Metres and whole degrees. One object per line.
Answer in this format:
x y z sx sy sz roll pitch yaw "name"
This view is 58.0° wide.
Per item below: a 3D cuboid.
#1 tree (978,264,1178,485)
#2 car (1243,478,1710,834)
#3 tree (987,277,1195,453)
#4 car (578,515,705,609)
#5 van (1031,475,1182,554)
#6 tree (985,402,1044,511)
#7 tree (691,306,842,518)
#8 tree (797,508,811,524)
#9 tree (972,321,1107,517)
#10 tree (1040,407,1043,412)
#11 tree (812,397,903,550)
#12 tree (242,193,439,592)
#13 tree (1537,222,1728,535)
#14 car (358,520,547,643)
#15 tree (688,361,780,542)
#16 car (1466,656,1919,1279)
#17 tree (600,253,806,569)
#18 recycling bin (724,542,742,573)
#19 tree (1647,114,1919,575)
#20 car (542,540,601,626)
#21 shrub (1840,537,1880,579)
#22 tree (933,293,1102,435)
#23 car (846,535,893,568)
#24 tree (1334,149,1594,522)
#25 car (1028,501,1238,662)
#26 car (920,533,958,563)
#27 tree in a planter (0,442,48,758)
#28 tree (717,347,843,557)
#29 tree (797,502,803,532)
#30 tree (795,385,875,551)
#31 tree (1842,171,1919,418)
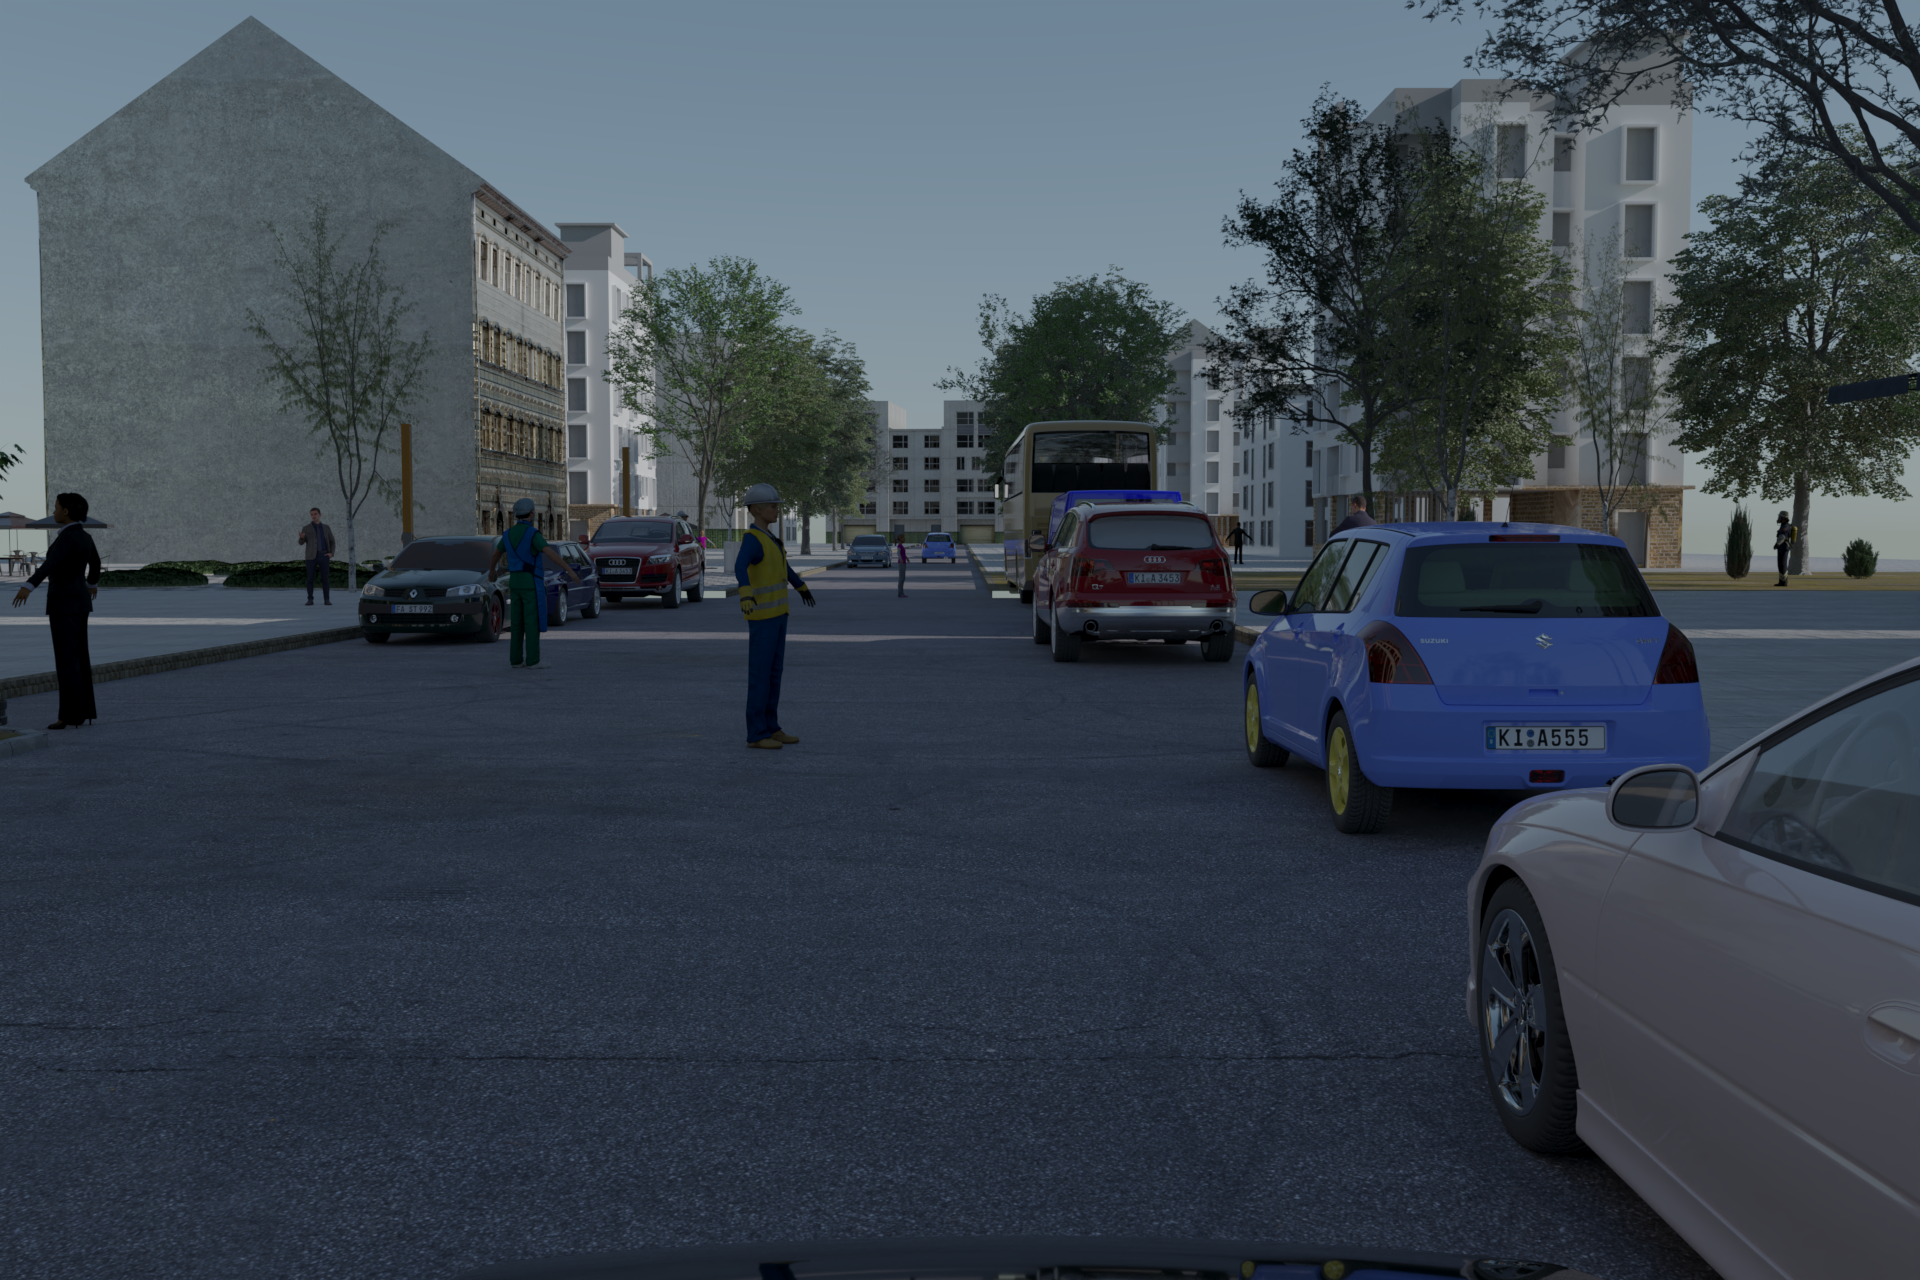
5.600 -10.770 82.741 9.857 13.997 8.962 0 3 0 "tree"
2.633 0.000 9.585 1.945 1.707 3.694 0 4 0 "car"
5.109 -8.759 68.969 9.928 11.665 9.643 0 3 0 "tree"
-6.433 -1.610 35.004 2.281 1.827 5.304 0 4 0 "car"
2.279 -1.355 26.543 2.240 2.365 5.245 0 3 0 "van"
5.285 -12.584 123.870 7.486 12.596 7.792 0 3 0 "tree"
-9.727 -10.266 85.970 7.486 12.596 7.792 0 3 0 "tree"
-20.406 -17.457 235.781 4.360 8.622 3.978 0 3 0 "tree"
5.309 -11.976 102.462 9.857 13.997 8.962 0 3 0 "tree"
5.077 -8.698 92.581 4.360 8.622 3.978 0 3 0 "tree"
-9.811 -14.205 142.623 12.009 13.543 11.850 0 3 0 "tree"
-13.428 -5.368 38.135 4.360 8.622 3.978 0 3 0 "tree"
15.417 -5.568 41.392 4.360 8.622 3.978 0 3 0 "tree"
-6.970 -0.873 24.053 2.009 1.686 4.222 0 3 0 "car"
-9.923 -7.545 73.722 4.360 8.622 3.978 0 3 0 "tree"
2.207 0.597 2.599 2.083 1.381 4.827 0 4 0 "car"
-9.375 -8.429 63.564 9.928 11.665 9.643 0 3 0 "tree"
-7.486 -2.771 57.861 0.722 1.027 0.722 0 4 1 "recycling bin"
26.431 -9.016 54.074 9.857 13.997 8.962 0 3 0 "tree"
-7.018 -0.952 28.141 1.945 1.354 3.894 0 4 0 "car"
25.740 -2.350 49.541 1.383 1.207 1.383 0 3 0 "shrub"
4.416 -17.224 137.508 12.611 20.169 13.585 0 3 0 "tree"
-3.844 -3.789 73.959 2.014 1.417 4.499 0 4 0 "car"
14.863 -8.179 51.859 7.486 12.596 7.792 0 3 0 "tree"
2.007 -0.752 20.963 2.281 1.827 5.304 0 4 -1 "car"
-1.046 -4.672 85.977 1.945 1.707 3.694 0 4 0 "car"
-7.133 -0.847 11.078 1.991 3.239 1.994 0 4 0 "tree in a planter"
-10.074 -10.427 96.239 9.928 11.665 9.643 0 3 0 "tree"
-21.242 -17.141 230.621 4.737 8.622 4.395 0 3 0 "tree"
-9.822 -13.046 131.436 7.486 12.596 7.792 0 3 0 "tree"
25.799 -7.138 42.458 9.928 11.665 9.643 0 3 0 "tree"
